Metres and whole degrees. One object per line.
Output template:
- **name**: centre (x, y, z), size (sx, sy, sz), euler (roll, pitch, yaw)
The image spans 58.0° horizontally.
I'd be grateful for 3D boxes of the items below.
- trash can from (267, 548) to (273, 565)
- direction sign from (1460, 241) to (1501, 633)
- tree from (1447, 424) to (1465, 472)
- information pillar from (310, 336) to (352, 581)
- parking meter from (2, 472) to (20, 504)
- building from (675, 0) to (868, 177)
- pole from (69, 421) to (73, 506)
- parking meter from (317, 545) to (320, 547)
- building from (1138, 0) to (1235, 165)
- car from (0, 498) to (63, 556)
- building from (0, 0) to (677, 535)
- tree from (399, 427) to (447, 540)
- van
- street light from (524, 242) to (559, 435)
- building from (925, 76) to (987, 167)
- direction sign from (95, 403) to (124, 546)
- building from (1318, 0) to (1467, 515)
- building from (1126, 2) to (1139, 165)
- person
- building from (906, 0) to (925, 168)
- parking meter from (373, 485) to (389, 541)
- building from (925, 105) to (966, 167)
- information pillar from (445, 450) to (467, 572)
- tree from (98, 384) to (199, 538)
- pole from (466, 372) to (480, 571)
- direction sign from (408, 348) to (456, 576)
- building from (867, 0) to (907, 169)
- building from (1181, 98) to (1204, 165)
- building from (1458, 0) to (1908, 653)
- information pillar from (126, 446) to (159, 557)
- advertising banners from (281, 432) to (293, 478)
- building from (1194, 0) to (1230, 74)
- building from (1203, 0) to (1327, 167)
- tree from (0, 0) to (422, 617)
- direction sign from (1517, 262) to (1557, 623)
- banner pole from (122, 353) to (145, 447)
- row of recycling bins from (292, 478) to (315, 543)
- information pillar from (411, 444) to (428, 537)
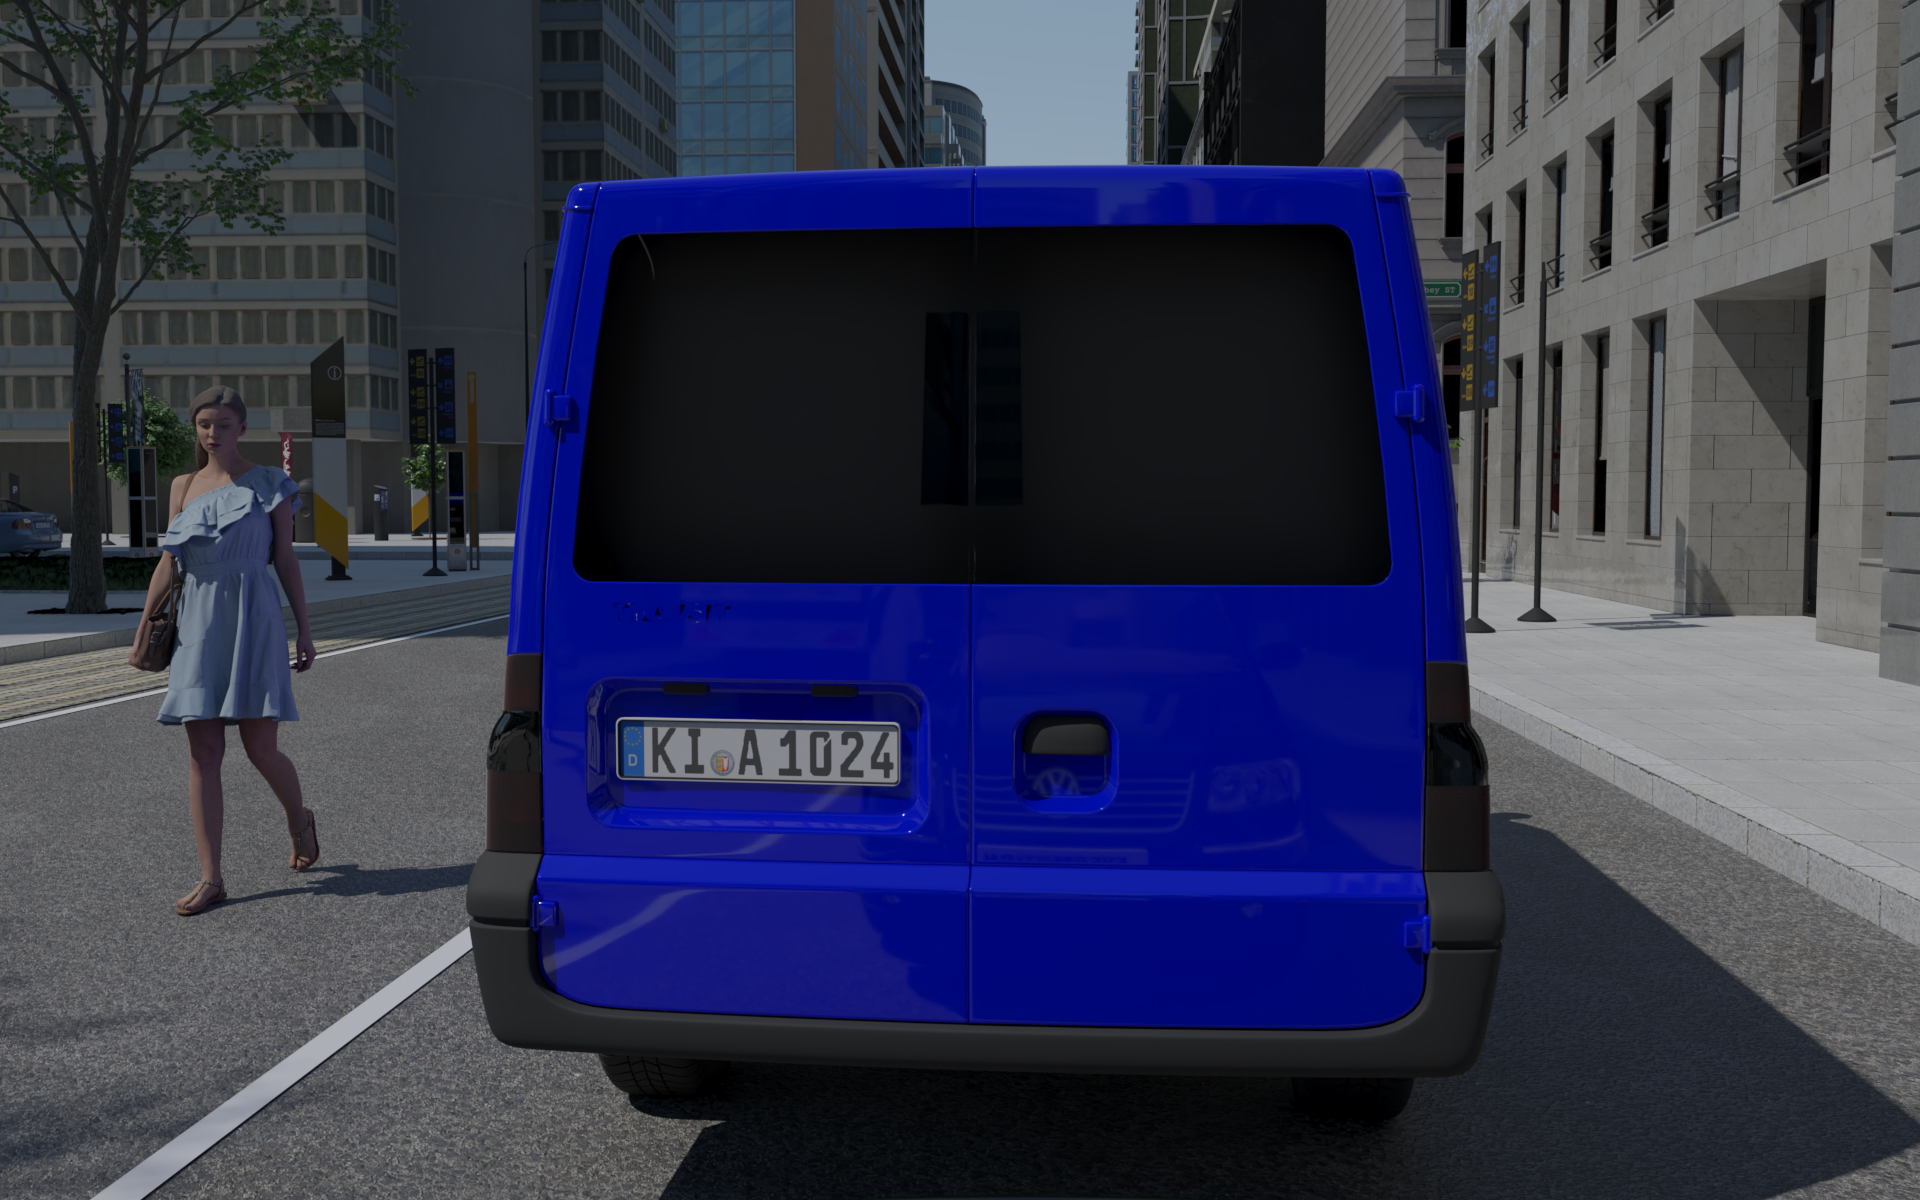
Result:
- **trash can**: centre (-12.798, -1.220, 31.597), size (0.748, 1.137, 0.748), euler (0, 3, 0)
- **direction sign**: centre (4.787, -1.469, 16.009), size (0.379, 3.537, 0.876), euler (0, 4, -4)
- **tree**: centre (6.402, -1.855, 24.925), size (1.663, 3.219, 1.824), euler (0, 3, 0)
- **information pillar**: centre (-9.312, -2.096, 25.621), size (0.504, 3.616, 0.183), euler (-3, 4, -38)
- **parking meter**: centre (-25.539, -2.504, 46.647), size (0.255, 1.863, 0.399), euler (1, 4, 8)
- **building**: centre (-12.598, -27.014, 91.790), size (14.600, 45.320, 14.200), euler (0, 4, 4)
- **pole**: centre (-24.705, -3.330, 48.297), size (0.158, 3.312, 0.155), euler (0, 3, 0)
- **parking meter**: centre (-15.300, -2.038, 41.730), size (0.372, 1.533, 0.369), euler (0, 3, 0)
- **building**: centre (30.458, -47.519, 215.179), size (20.563, 71.187, 20.611), euler (0, 4, 4)
- **car**: centre (-21.181, -1.476, 36.129), size (4.499, 1.417, 2.014), euler (0, 4, 4)
- **building**: centre (-24.063, -22.805, 64.743), size (32.217, 40.220, 23.993), euler (0, 4, 4)
- **tree**: centre (-15.049, -3.319, 48.870), size (1.663, 3.219, 1.824), euler (0, 3, 0)
- **van**: centre (0.263, -0.080, 5.697), size (2.240, 2.365, 5.245), euler (0, 4, 5)
- **street light**: centre (-7.334, -3.605, 31.476), size (1.470, 5.913, 1.316), euler (0, 4, 4)
- **building**: centre (-7.451, -43.049, 245.841), size (21.231, 58.520, 28.212), euler (0, 4, 4)
- **direction sign**: centre (-21.321, -3.133, 43.220), size (0.876, 3.537, 0.379), euler (-3, 5, -43)
- **building**: centre (21.616, -15.760, 45.064), size (23.554, 28.519, 14.401), euler (0, 4, 4)
- **building**: centre (33.417, -57.638, 255.046), size (22.319, 86.520, 31.000), euler (0, 4, 4)
- **person**: centre (-2.628, 0.146, 6.200), size (0.616, 1.811, 0.778), euler (0, 4, 7)
- **building**: centre (-11.741, -44.546, 166.578), size (20.563, 71.187, 20.611), euler (0, 4, 4)
- **parking meter**: centre (-15.870, -2.389, 47.478), size (0.372, 1.533, 0.369), euler (0, 3, 0)
- **building**: centre (-10.715, -36.471, 215.902), size (23.786, 49.044, 30.456), euler (0, 4, 4)
- **information pillar**: centre (-8.367, -1.484, 28.752), size (0.304, 2.012, 0.304), euler (-1, 4, -20)
- **tree**: centre (-24.237, -4.135, 51.317), size (4.285, 4.588, 4.351), euler (0, 3, 0)
- **pole**: centre (-8.170, -2.153, 29.049), size (0.158, 3.312, 0.155), euler (0, 3, 0)
- **direction sign**: centre (-8.224, -2.143, 27.028), size (0.876, 3.537, 0.379), euler (1, 4, 23)
- **building**: centre (-15.445, -30.697, 125.599), size (21.300, 48.544, 21.600), euler (0, 4, 4)
- **building**: centre (15.872, -14.224, 81.711), size (9.793, 20.994, 18.267), euler (0, 4, 4)
- **building**: centre (12.992, -10.090, 19.729), size (10.420, 20.320, 16.860), euler (0, 4, 4)
- **information pillar**: centre (-12.674, -1.368, 26.865), size (0.304, 2.012, 0.304), euler (1, 4, 17)
- **advertising banners**: centre (-19.728, -3.266, 49.594), size (2.074, 3.025, 0.090), euler (2, 4, 33)
- **building**: centre (30.607, -26.767, 129.515), size (32.217, 40.220, 23.993), euler (0, 4, 4)
- **building**: centre (15.666, -14.292, 63.345), size (12.332, 23.373, 15.834), euler (0, 4, 4)
- **tree**: centre (-9.242, -5.664, 18.357), size (9.928, 11.665, 9.643), euler (0, 3, 0)
- **direction sign**: centre (5.820, -1.552, 17.369), size (0.379, 3.537, 0.876), euler (1, 4, 19)
- **banner pole**: centre (-14.588, -2.484, 30.634), size (0.863, 3.779, 0.401), euler (3, 5, 41)
- **row of recycling bins**: centre (-18.276, -2.392, 46.228), size (3.534, 1.692, 1.069), euler (2, 4, 30)
- **information pillar**: centre (-16.356, -3.731, 52.359), size (0.504, 3.616, 0.183), euler (-2, 4, -30)
